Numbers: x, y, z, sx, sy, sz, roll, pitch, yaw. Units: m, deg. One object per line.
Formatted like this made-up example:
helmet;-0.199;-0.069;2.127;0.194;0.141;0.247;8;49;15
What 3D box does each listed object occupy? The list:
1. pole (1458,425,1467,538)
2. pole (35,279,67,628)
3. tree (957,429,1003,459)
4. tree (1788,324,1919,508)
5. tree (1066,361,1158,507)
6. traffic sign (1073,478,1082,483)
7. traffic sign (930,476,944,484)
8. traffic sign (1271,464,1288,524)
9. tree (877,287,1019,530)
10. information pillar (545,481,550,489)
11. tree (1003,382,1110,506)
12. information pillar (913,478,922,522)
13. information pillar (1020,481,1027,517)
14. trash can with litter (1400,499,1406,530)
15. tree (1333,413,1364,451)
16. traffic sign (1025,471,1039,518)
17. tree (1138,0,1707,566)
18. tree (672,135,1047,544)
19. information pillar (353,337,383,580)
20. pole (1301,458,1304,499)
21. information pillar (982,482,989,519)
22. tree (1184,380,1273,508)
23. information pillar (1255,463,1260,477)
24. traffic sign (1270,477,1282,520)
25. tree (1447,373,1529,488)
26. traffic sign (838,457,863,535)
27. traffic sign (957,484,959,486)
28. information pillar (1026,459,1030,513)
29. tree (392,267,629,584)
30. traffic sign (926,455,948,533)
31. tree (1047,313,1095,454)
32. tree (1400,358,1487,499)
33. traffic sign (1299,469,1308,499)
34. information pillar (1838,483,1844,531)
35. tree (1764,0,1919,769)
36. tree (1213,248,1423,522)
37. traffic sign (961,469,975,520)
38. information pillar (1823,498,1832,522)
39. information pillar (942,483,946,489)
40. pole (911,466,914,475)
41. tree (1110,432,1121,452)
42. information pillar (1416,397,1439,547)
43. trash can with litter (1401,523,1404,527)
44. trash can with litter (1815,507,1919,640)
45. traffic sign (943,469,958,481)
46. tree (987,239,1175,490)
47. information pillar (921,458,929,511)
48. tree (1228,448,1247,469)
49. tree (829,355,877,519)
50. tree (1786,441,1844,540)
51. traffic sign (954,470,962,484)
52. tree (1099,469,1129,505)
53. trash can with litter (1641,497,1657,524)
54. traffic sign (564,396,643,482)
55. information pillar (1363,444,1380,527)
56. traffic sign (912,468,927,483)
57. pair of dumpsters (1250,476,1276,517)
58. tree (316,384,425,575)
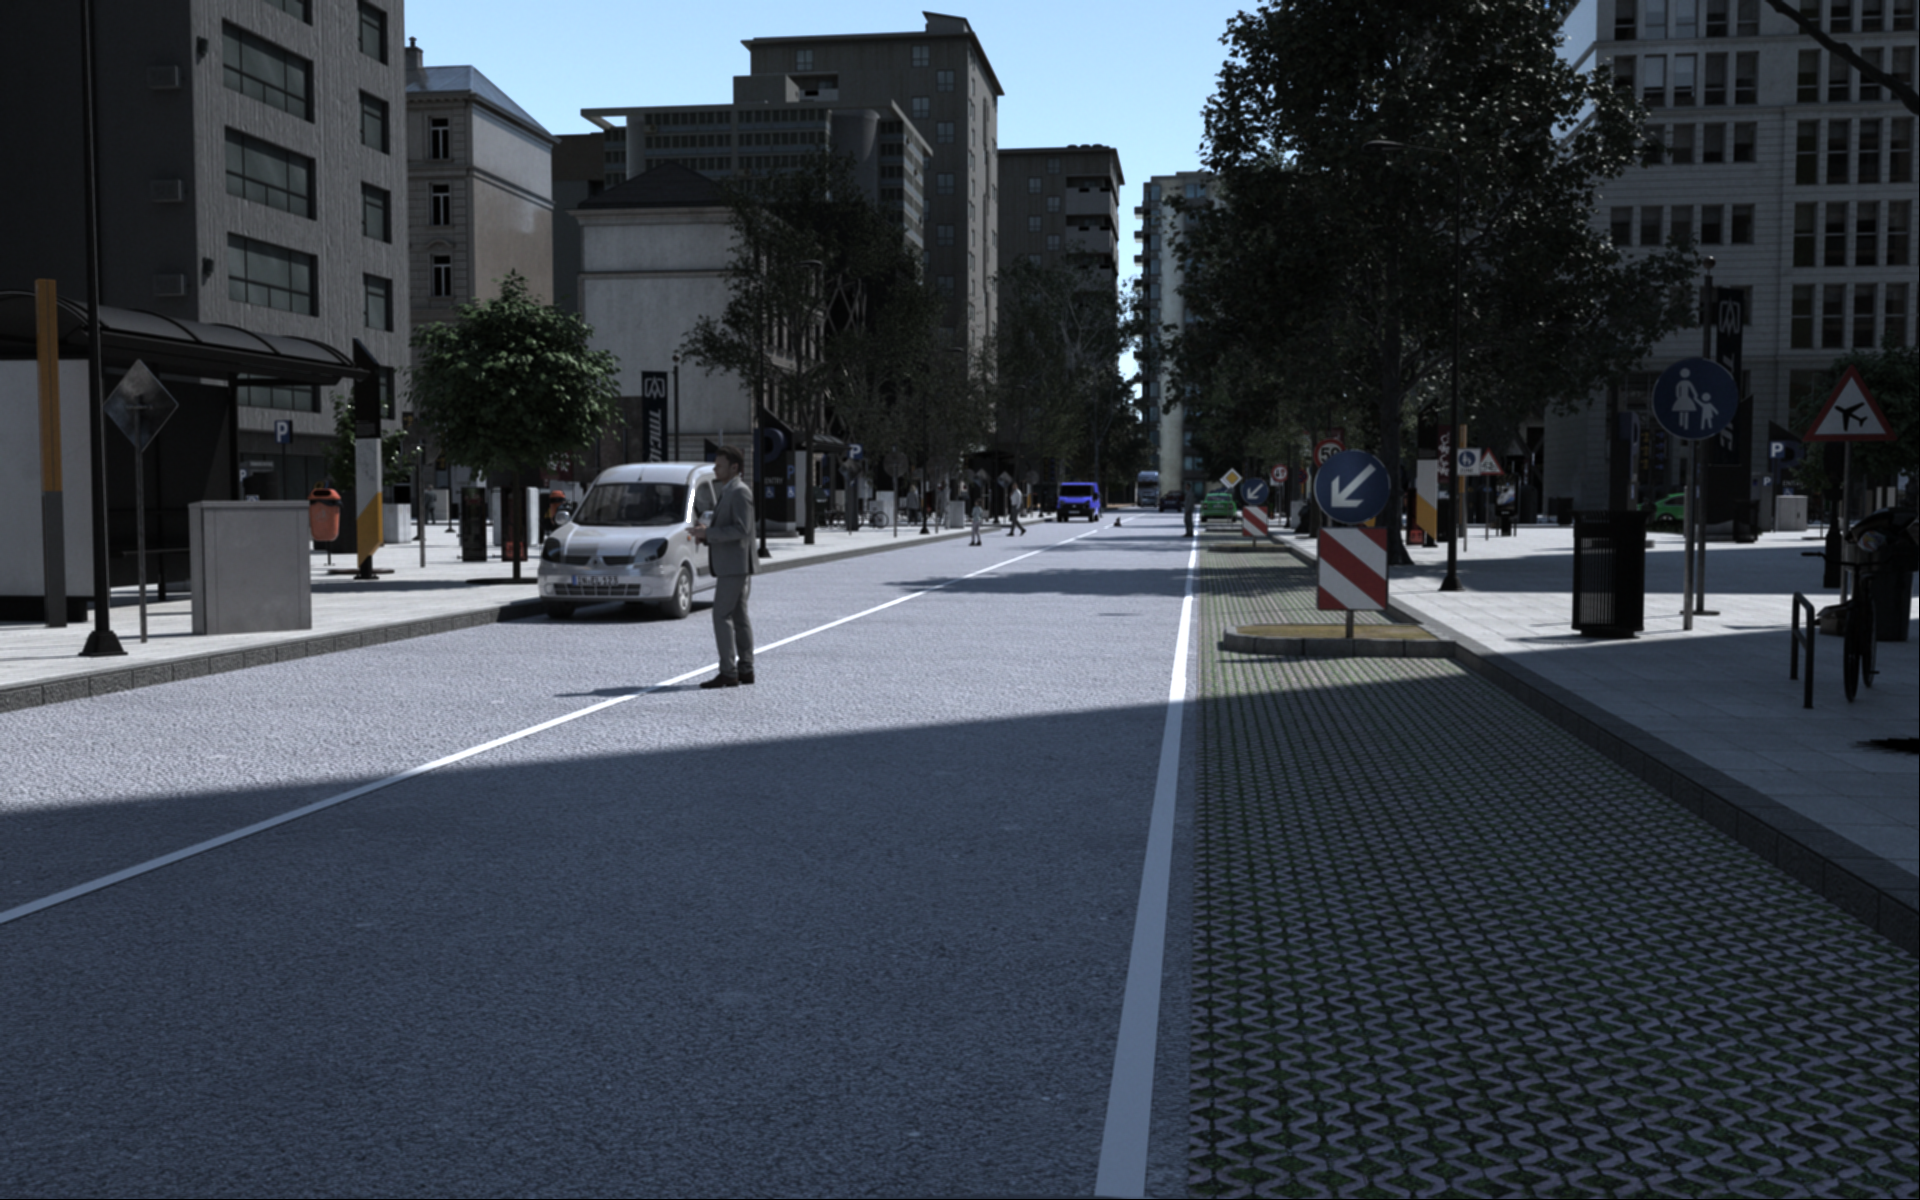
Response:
pole;14.757;-3.488;50.876;0.158;3.312;0.155;0;3;0
pole;-8.706;-1.391;16.581;0.158;3.312;0.155;0;3;0
tree;1.309;-11.707;141.764;4.737;8.622;4.395;0;3;0
tree;17.994;-3.060;33.744;4.285;4.588;4.351;0;3;0
tree;13.839;-15.844;165.702;9.857;13.997;8.962;0;3;0
traffic sign;9.407;-8.487;138.875;0.768;2.556;0.104;1;4;10
traffic sign;-1.200;-5.482;89.736;0.768;2.556;0.104;1;4;16
traffic sign;13.530;-4.471;73.214;0.768;2.556;0.104;1;4;15
tree;-0.222;-6.850;62.355;4.360;8.622;3.978;0;3;0
information pillar;-22.427;-5.506;94.514;0.304;2.012;0.304;1;4;17
tree;6.167;-9.792;110.461;4.737;8.622;4.395;0;3;0
information pillar;-1.946;-4.580;79.380;0.304;2.012;0.304;-1;4;-22
information pillar;3.522;-5.613;96.267;0.304;2.012;0.304;3;5;43
trash can with litter;15.149;-3.075;61.342;2.233;1.210;1.678;-3;5;-42
tree;30.471;-11.623;140.395;4.737;8.622;4.395;0;3;0
traffic sign;3.910;-5.767;94.393;0.768;2.556;0.104;1;4;9
tree;7.900;-6.989;31.279;9.611;12.733;9.660;0;3;0
tree;-3.631;-6.719;44.265;8.767;10.594;7.601;3;4;37
information pillar;-8.849;-2.111;25.875;0.504;3.616;0.183;2;4;31
pole;18.474;-6.098;93.545;0.158;3.312;0.155;0;3;0
information pillar;1.279;-5.075;87.473;0.304;2.012;0.304;-2;4;-25
tree;25.477;-15.475;159.666;9.857;13.997;8.962;0;3;0
information pillar;20.178;-7.739;117.893;0.504;3.616;0.183;-1;4;-16
traffic sign;15.691;-5.127;85.948;0.606;2.300;0.079;1;4;16
tree;25.136;-8.002;81.202;4.360;8.622;3.978;0;3;0
traffic sign;-3.418;-3.224;53.894;0.795;2.450;0.064;1;4;11
traffic sign;-0.245;-5.784;95.759;0.795;2.450;0.064;1;4;11
information pillar;4.497;-7.534;114.530;0.183;3.616;0.504;-2;4;-27
tree;-6.552;-2.533;25.125;4.285;4.588;4.351;0;3;0
traffic sign;-0.762;-3.449;56.502;0.768;2.556;0.104;1;4;17
tree;2.793;-9.015;81.802;7.601;10.594;8.767;1;4;17
tree;25.068;-8.527;89.773;4.737;8.622;4.395;0;3;0
traffic sign;17.228;-5.358;87.707;0.768;2.556;0.104;1;4;10
information pillar;30.769;-3.413;60.290;0.304;2.012;0.304;1;4;12
tree;4.946;-5.044;8.220;9.928;11.665;9.643;0;3;0
tree;12.262;-8.609;58.880;7.486;12.596;7.792;0;3;0
traffic sign;0.398;-5.329;87.228;0.768;2.556;0.104;1;4;14
information pillar;39.485;-4.542;78.760;0.304;2.012;0.304;3;4;36
information pillar;-1.514;-8.882;149.715;0.304;2.012;0.304;1;4;22
pole;-3.416;-8.017;124.926;0.158;3.312;0.155;0;3;0
tree;15.554;-14.380;185.472;4.737;8.622;4.395;0;3;0
information pillar;11.283;-3.083;41.767;0.504;3.616;0.183;2;4;28
trash can with litter;15.986;-3.246;64.462;1.055;1.170;0.624;1;4;21
trash can with litter;8.015;-0.248;15.442;0.624;1.170;1.055;0;4;-8
traffic sign;-0.497;-5.453;89.269;0.768;2.556;0.104;1;4;12
tree;8.691;-16.560;126.649;12.611;20.169;13.585;0;3;0
information pillar;-2.312;-7.499;113.969;0.504;3.616;0.183;0;4;0
tree;27.138;-13.410;169.622;4.737;8.622;4.395;0;3;0
tree;-4.698;-8.575;90.570;4.360;8.622;3.978;0;3;0
tree;24.255;-3.325;48.967;1.663;3.219;1.824;0;3;0
traffic sign;-0.219;-5.645;92.402;0.768;2.556;0.104;1;4;10
tree;17.500;-13.091;197.756;4.285;4.588;4.351;0;3;0
trash can with litter;25.280;-3.151;62.898;1.055;1.170;0.624;2;4;23
traffic sign;-7.293;-2.589;36.199;2.265;3.308;0.079;1;4;17
information pillar;10.262;-3.151;42.875;0.504;3.616;0.183;0;4;-2
traffic sign;-1.998;-5.185;84.874;0.768;2.556;0.104;1;4;13
pair of dumpsters;16.623;-5.683;95.406;1.574;2.255;4.437;0;4;8
tree;-9.740;-2.033;27.837;1.663;3.219;1.824;0;3;0
